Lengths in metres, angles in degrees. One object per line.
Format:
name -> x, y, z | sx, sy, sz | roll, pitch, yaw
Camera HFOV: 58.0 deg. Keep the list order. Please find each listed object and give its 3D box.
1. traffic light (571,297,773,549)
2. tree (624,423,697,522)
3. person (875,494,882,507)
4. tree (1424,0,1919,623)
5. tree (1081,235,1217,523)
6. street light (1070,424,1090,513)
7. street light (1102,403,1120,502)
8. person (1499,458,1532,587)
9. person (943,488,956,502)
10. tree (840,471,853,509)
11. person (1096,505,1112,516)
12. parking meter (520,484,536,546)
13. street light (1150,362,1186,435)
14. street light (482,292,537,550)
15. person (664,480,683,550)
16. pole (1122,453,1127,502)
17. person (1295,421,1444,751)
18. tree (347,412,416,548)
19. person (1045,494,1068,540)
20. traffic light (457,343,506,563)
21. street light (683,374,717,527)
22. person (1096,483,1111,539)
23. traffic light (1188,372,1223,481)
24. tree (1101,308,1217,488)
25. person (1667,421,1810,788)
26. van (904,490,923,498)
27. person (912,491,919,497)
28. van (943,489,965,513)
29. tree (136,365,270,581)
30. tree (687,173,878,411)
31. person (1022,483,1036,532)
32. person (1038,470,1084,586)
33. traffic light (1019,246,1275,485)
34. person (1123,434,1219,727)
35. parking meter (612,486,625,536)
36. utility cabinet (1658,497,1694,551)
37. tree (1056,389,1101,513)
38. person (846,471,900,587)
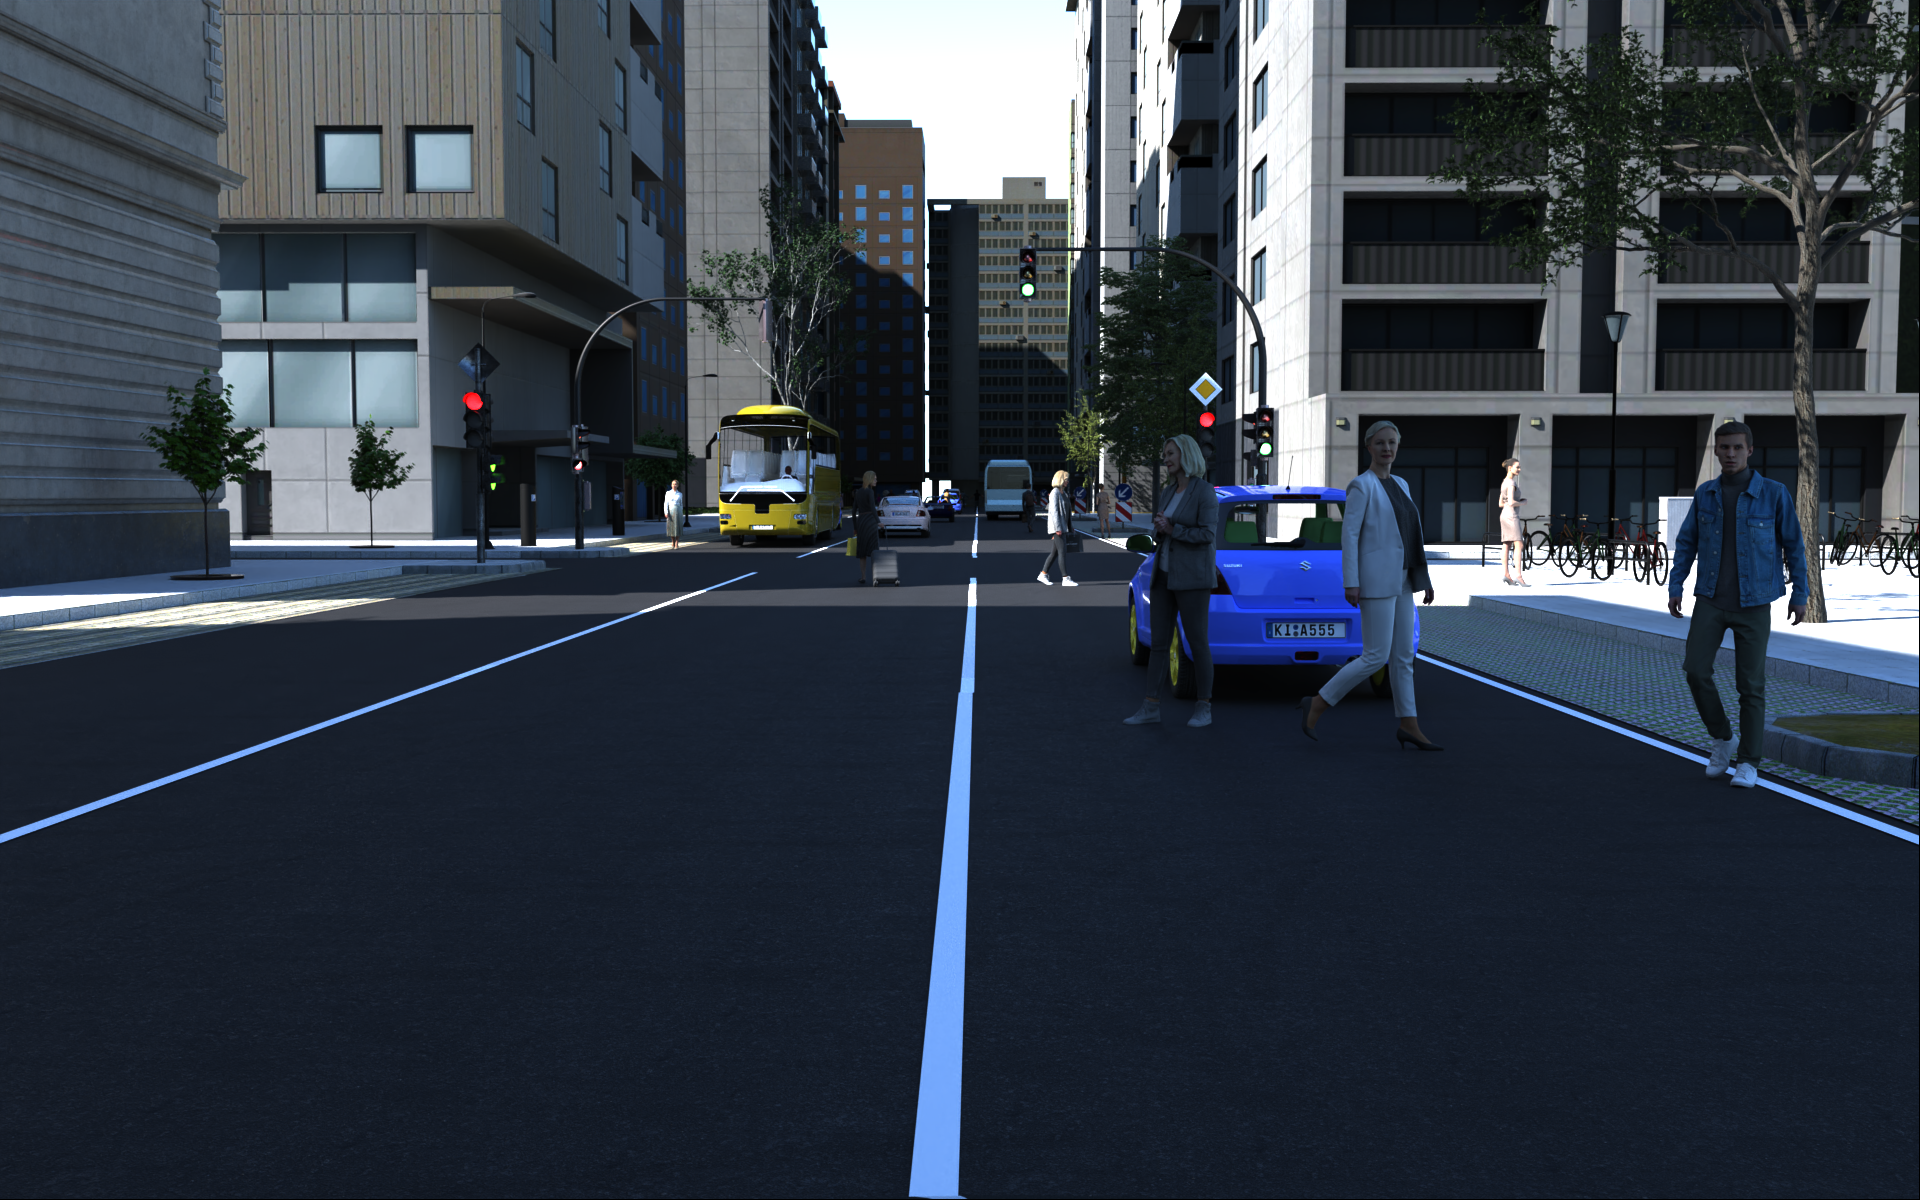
traffic light -> -6.732, -4.006, 40.163 | 4.771, 5.953, 1.251 | 0, 4, 1
tree -> -13.780, -5.860, 79.527 | 4.285, 4.588, 4.351 | 0, 3, 0
person -> -7.120, -8.516, 150.958 | 0.991, 1.433, 0.599 | 3, 4, 37
tree -> 8.198, -5.059, 17.124 | 7.601, 10.594, 8.767 | 1, 4, 17
tree -> 8.873, -9.648, 75.871 | 7.486, 12.596, 7.792 | 0, 3, 0
street light -> 7.947, -8.691, 114.642 | 1.470, 5.913, 1.316 | 0, 4, 1
street light -> 7.593, -7.077, 88.248 | 1.470, 5.913, 1.316 | 0, 4, 1
person -> 7.734, -1.086, 24.142 | 0.374, 1.781, 0.599 | 0, 4, 3
person -> -0.851, -6.697, 118.098 | 1.348, 1.812, 0.705 | 3, 5, 43
tree -> -9.734, -9.292, 146.526 | 1.663, 3.219, 1.824 | 0, 3, 0
person -> 8.170, -5.358, 99.145 | 1.012, 1.151, 0.738 | 0, 4, -8
parking meter -> -10.631, -2.094, 42.641 | 0.372, 1.533, 0.369 | 0, 3, 0
street light -> 7.384, -5.417, 61.117 | 1.470, 5.913, 1.316 | 0, 4, 1
street light -> -10.453, -4.129, 40.058 | 1.470, 5.913, 1.316 | 0, 4, 1
person -> -7.415, -2.215, 44.948 | 0.478, 1.798, 0.641 | 0, 4, -5
pole -> 7.843, -5.435, 82.700 | 0.158, 3.312, 0.155 | 0, 3, 0
person -> 2.321, -0.085, 9.764 | 0.818, 1.842, 0.514 | 2, 4, 27
tree -> -14.054, -2.848, 41.174 | 1.663, 3.219, 1.824 | 0, 3, 0
person -> 2.980, -2.746, 53.754 | 0.716, 1.782, 0.532 | 1, 4, 20
traffic light -> -8.909, -2.645, 32.166 | 0.839, 4.253, 0.868 | 0, 4, 1
street light -> -10.062, -5.780, 67.043 | 1.470, 5.913, 1.316 | 0, 4, 1
person -> 4.612, -2.872, 55.805 | 0.599, 1.781, 0.374 | -1, 4, -20
traffic light -> 5.636, -3.125, 40.014 | 0.839, 4.253, 0.868 | 0, 4, 1
tree -> 8.595, -7.197, 68.035 | 4.737, 8.622, 4.395 | 0, 3, 0
person -> 3.841, 0.017, 8.564 | 0.601, 1.785, 0.444 | 3, 5, 44
van -> -4.471, -9.415, 160.940 | 2.013, 2.044, 4.112 | 0, 4, -1
person -> -4.031, -8.639, 150.464 | 1.217, 1.736, 0.721 | -1, 4, -12
van -> -0.641, -7.835, 135.106 | 2.013, 2.044, 4.112 | 0, 4, 0
tree -> -11.250, -1.928, 26.127 | 1.663, 3.219, 1.824 | 0, 3, 0
tree -> -11.228, -15.255, 105.308 | 12.611, 20.169, 13.585 | 0, 3, 0
person -> 2.596, -3.464, 65.095 | 0.622, 1.834, 0.822 | 2, 4, 24
person -> 1.574, -1.130, 27.158 | 0.728, 1.800, 0.709 | 2, 4, 26
traffic light -> 3.459, -3.501, 31.910 | 4.771, 5.953, 1.251 | 0, 4, 1
person -> 1.344, -0.121, 10.669 | 0.526, 1.800, 0.537 | -2, 4, -27
parking meter -> -10.601, -2.772, 53.739 | 0.372, 1.533, 0.369 | 0, 3, 0
utility cabinet -> 16.347, -1.717, 39.230 | 1.020, 1.237, 0.306 | -1, 4, -17
tree -> 8.867, -10.237, 117.734 | 4.737, 8.622, 4.395 | 0, 3, 0
person -> -1.391, -1.136, 27.292 | 0.699, 1.804, 1.509 | -1, 4, -10
